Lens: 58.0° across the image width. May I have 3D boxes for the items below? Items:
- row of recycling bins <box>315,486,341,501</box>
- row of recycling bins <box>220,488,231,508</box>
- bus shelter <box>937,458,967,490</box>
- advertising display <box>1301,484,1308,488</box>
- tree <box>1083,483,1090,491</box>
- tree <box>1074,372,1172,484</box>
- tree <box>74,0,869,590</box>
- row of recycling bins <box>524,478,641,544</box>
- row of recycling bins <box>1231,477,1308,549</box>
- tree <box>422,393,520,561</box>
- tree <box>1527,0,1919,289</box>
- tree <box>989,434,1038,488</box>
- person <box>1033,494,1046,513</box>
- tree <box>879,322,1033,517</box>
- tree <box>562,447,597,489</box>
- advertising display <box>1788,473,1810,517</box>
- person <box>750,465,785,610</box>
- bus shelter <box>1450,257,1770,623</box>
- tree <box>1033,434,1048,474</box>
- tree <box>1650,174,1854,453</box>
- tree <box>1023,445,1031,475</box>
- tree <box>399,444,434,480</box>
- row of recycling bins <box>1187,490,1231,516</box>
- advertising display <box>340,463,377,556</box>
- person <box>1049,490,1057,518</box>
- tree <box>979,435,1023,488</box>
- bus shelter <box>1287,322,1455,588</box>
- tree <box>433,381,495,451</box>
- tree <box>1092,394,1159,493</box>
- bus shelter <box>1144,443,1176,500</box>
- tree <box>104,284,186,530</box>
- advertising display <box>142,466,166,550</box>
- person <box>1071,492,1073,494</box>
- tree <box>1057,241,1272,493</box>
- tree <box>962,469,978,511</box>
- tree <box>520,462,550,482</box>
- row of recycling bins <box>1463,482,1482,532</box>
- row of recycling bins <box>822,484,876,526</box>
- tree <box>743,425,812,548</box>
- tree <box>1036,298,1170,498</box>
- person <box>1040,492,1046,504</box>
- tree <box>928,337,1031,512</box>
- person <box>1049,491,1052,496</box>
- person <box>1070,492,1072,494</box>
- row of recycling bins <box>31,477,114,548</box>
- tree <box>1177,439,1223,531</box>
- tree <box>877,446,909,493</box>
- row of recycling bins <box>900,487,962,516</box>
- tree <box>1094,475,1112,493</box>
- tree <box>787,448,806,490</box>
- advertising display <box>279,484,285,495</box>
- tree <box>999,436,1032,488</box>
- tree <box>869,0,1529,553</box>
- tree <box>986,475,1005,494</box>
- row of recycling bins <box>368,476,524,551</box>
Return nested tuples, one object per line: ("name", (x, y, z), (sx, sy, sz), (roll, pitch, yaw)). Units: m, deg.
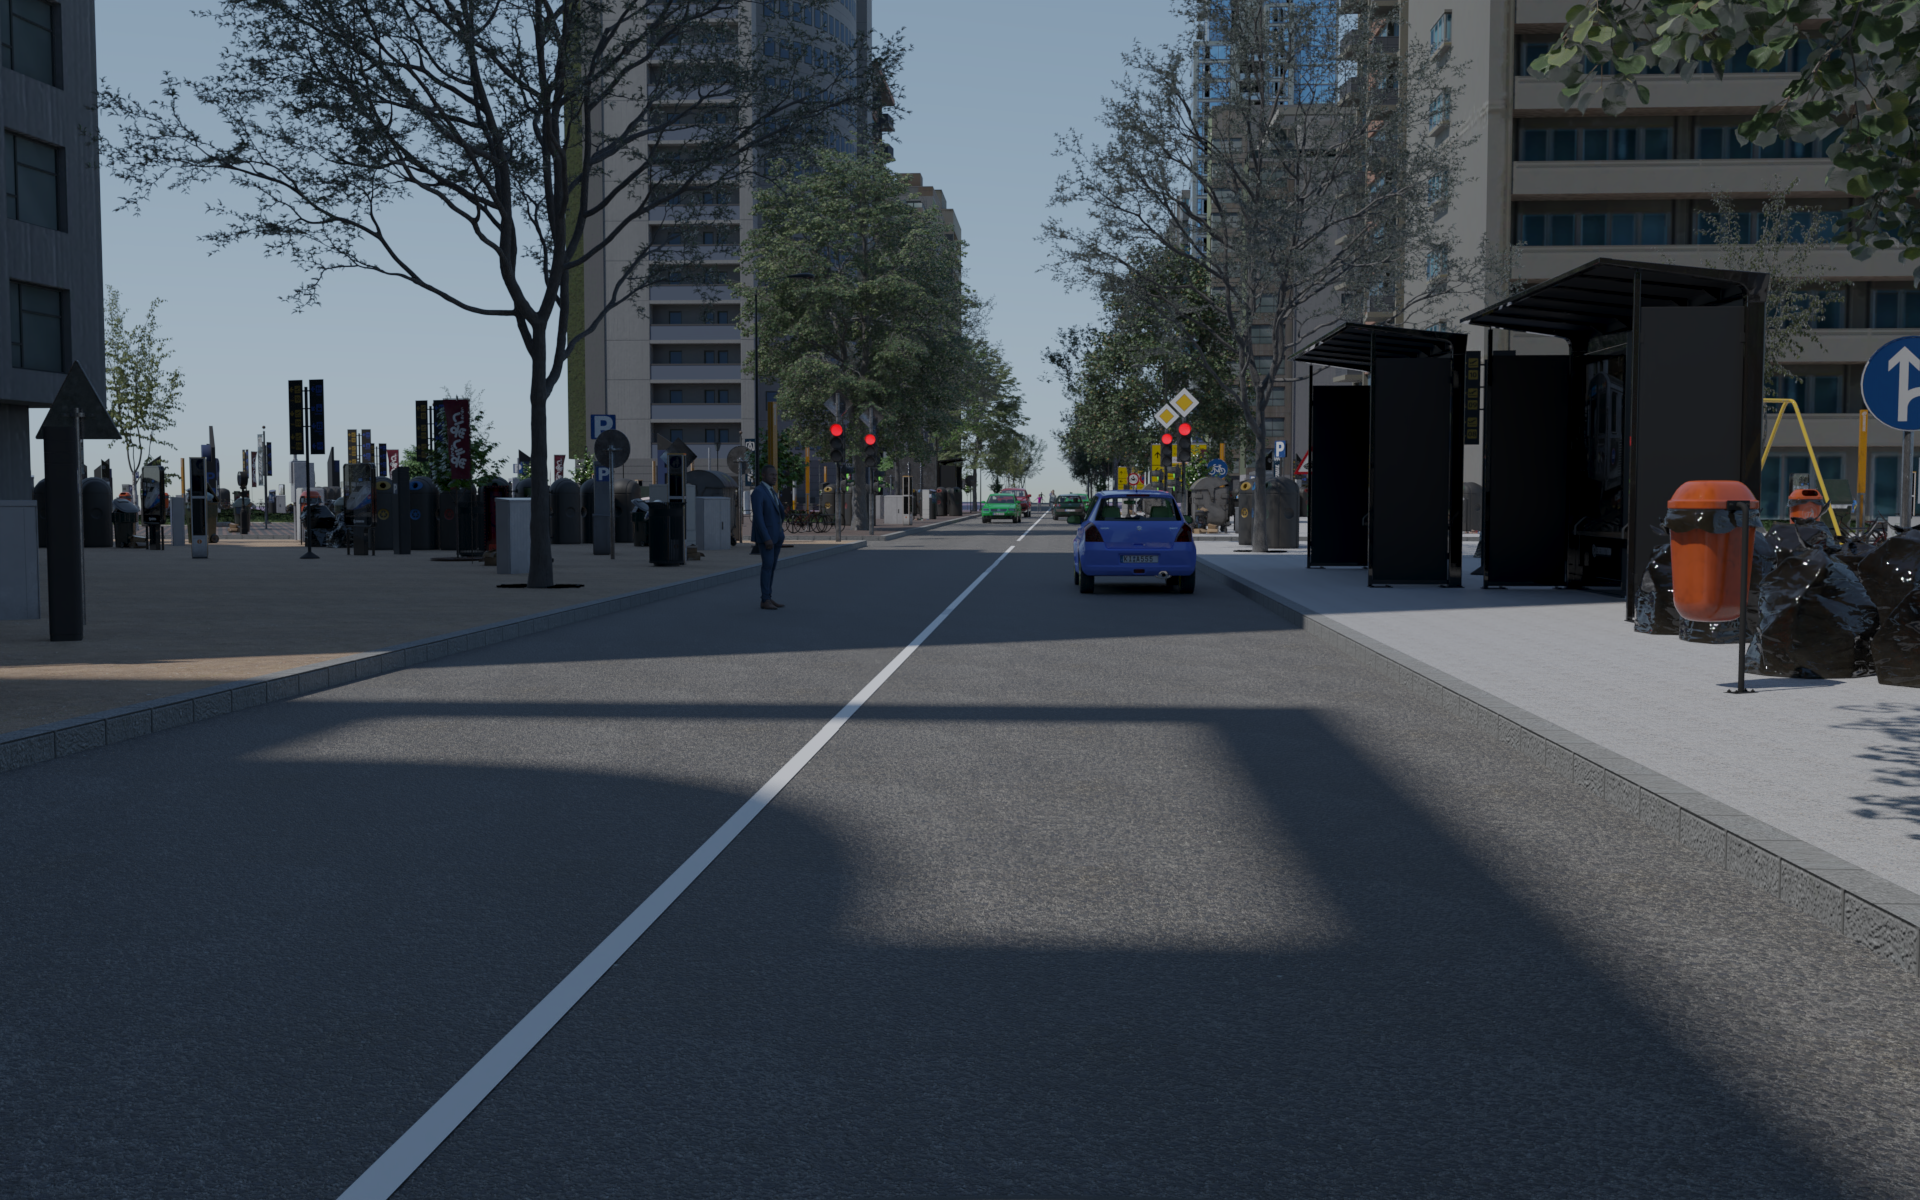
("row of recycling bins", (-46.649, -7.278, 126.102), (3.534, 1.692, 1.069), (1, 4, 12))
("row of recycling bins", (-51.022, -6.880, 119.598), (1.069, 1.692, 3.534), (-2, 4, -31))
("bus shelter", (-0.551, -7.605, 115.617), (1.731, 3.624, 6.357), (0, 4, 4))
("advertising display", (22.867, -6.689, 114.572), (0.974, 1.923, 0.123), (-1, 4, -23))
("tree", (21.869, -20.458, 284.854), (4.360, 8.622, 3.978), (0, 3, 0))
("tree", (11.827, -11.457, 121.729), (8.767, 10.594, 7.601), (-1, 4, -16))
("tree", (-5.735, -6.918, 23.473), (12.009, 13.543, 11.850), (0, 3, 0))
("row of recycling bins", (-9.814, -2.305, 44.793), (3.534, 1.692, 1.069), (-3, 5, -43))
("row of recycling bins", (7.543, -2.145, 42.180), (1.069, 1.692, 3.534), (0, 4, -2))
("tree", (-9.681, -2.362, 33.225), (1.663, 3.219, 1.824), (0, 3, 0))
("tree", (4.927, -6.062, 5.764), (9.857, 13.997, 8.962), (0, 3, 0))
("tree", (7.239, -18.531, 237.399), (7.601, 10.594, 8.767), (0, 4, 2))
("person", (6.135, -7.483, 134.072), (0.991, 1.433, 0.599), (1, 4, 10))
("tree", (-1.611, -10.606, 99.166), (9.928, 11.665, 9.643), (0, 3, 0))
("tree", (-15.324, -4.696, 71.377), (1.663, 3.219, 1.824), (0, 3, 0))
("advertising display", (26.104, -2.978, 53.899), (0.974, 1.923, 0.123), (-2, 4, -35))
("person", (-2.420, -0.801, 21.785), (0.419, 1.800, 0.721), (1, 4, 9))
("bus shelter", (7.387, -1.773, 20.271), (1.731, 3.624, 6.357), (0, 4, 3))
("tree", (10.491, -22.172, 288.259), (9.928, 11.665, 9.643), (0, 3, 0))
("tree", (17.904, -5.447, 39.415), (4.360, 8.622, 3.978), (0, 3, 0))
("tree", (6.151, -15.550, 204.604), (4.737, 8.622, 4.395), (0, 3, 0))
("tree", (-31.896, -7.306, 103.170), (4.285, 4.588, 4.351), (0, 3, 0))
("row of recycling bins", (15.177, -5.844, 102.667), (3.534, 1.692, 1.069), (0, 4, -6))
("advertising display", (-12.549, -1.897, 36.232), (0.974, 1.923, 0.123), (2, 4, 35))
("person", (5.600, -5.789, 104.158), (0.512, 1.701, 0.522), (1, 4, 18))
("tree", (3.979, -14.706, 190.797), (4.737, 8.622, 4.395), (0, 3, 0))
("bus shelter", (6.302, -2.168, 26.732), (1.731, 3.624, 6.357), (0, 4, 3))
("tree", (-32.414, -9.927, 112.664), (4.360, 8.622, 3.978), (0, 3, 0))
("tree", (11.734, -9.996, 113.789), (4.360, 8.622, 3.978), (0, 3, 0))
("bus shelter", (12.267, -7.689, 103.345), (2.179, 5.291, 8.768), (0, 4, 3))
("tree", (-28.981, -6.743, 60.607), (4.737, 8.622, 4.395), (0, 3, 0))
("advertising display", (-18.485, -2.111, 39.723), (0.974, 1.923, 0.123), (3, 5, 43))
("person", (16.936, -15.495, 262.624), (1.217, 1.735, 0.721), (-2, 4, -24))
("tree", (9.040, -9.766, 76.682), (9.611, 12.733, 9.660), (0, 3, 0))
("tree", (0.690, -8.538, 134.196), (1.663, 3.219, 1.824), (0, 3, 0))
("tree", (-22.338, -5.888, 90.873), (1.663, 3.219, 1.824), (0, 3, 0))
("row of recycling bins", (17.524, -3.281, 60.765), (1.069, 1.692, 3.534), (0, 4, -1))
("row of recycling bins", (-4.499, -3.872, 70.424), (1.069, 1.692, 3.534), (-2, 4, -32))
("tree", (-4.383, -2.878, 41.654), (1.663, 3.219, 1.824), (0, 3, 0))
("tree", (12.984, -18.200, 153.456), (12.611, 20.169, 13.585), (0, 3, 0))
("person", (11.779, -14.755, 250.463), (1.217, 1.735, 0.721), (0, 4, 7))
("tree", (1.489, -12.698, 125.731), (7.486, 12.596, 7.792), (0, 3, 0))
("person", (12.423, -13.861, 234.993), (0.709, 1.838, 0.599), (-2, 4, -31))
("person", (16.065, -14.801, 251.169), (0.621, 1.740, 0.551), (-2, 4, -34))
("row of recycling bins", (-22.219, -2.115, 41.697), (3.534, 1.692, 1.069), (0, 4, -2))
("tree", (8.490, -4.073, 61.203), (1.663, 3.219, 1.824), (0, 3, 0))
("tree", (-4.092, -8.048, 115.297), (4.285, 4.588, 4.351), (0, 3, 0))
("row of recycling bins", (-1.588, -5.753, 101.179), (3.534, 1.692, 1.069), (1, 4, 10))
("tree", (13.857, -10.759, 170.516), (1.663, 3.219, 1.824), (0, 3, 0))
("tree", (-12.173, -8.380, 120.724), (4.285, 4.588, 4.351), (0, 3, 0))
("advertising display", (-44.246, -6.595, 113.041), (0.123, 1.923, 0.974), (-3, 4, -37))
("tree", (6.041, -16.528, 220.589), (4.360, 8.622, 3.978), (0, 3, 0))
("tree", (6.523, -7.781, 37.597), (12.009, 13.543, 11.850), (0, 3, 0))
("tree", (3.717, -10.865, 172.239), (1.663, 3.219, 1.824), (0, 3, 0))
("row of recycling bins", (-11.972, -1.996, 39.744), (3.534, 1.692, 1.069), (0, 4, 6))
